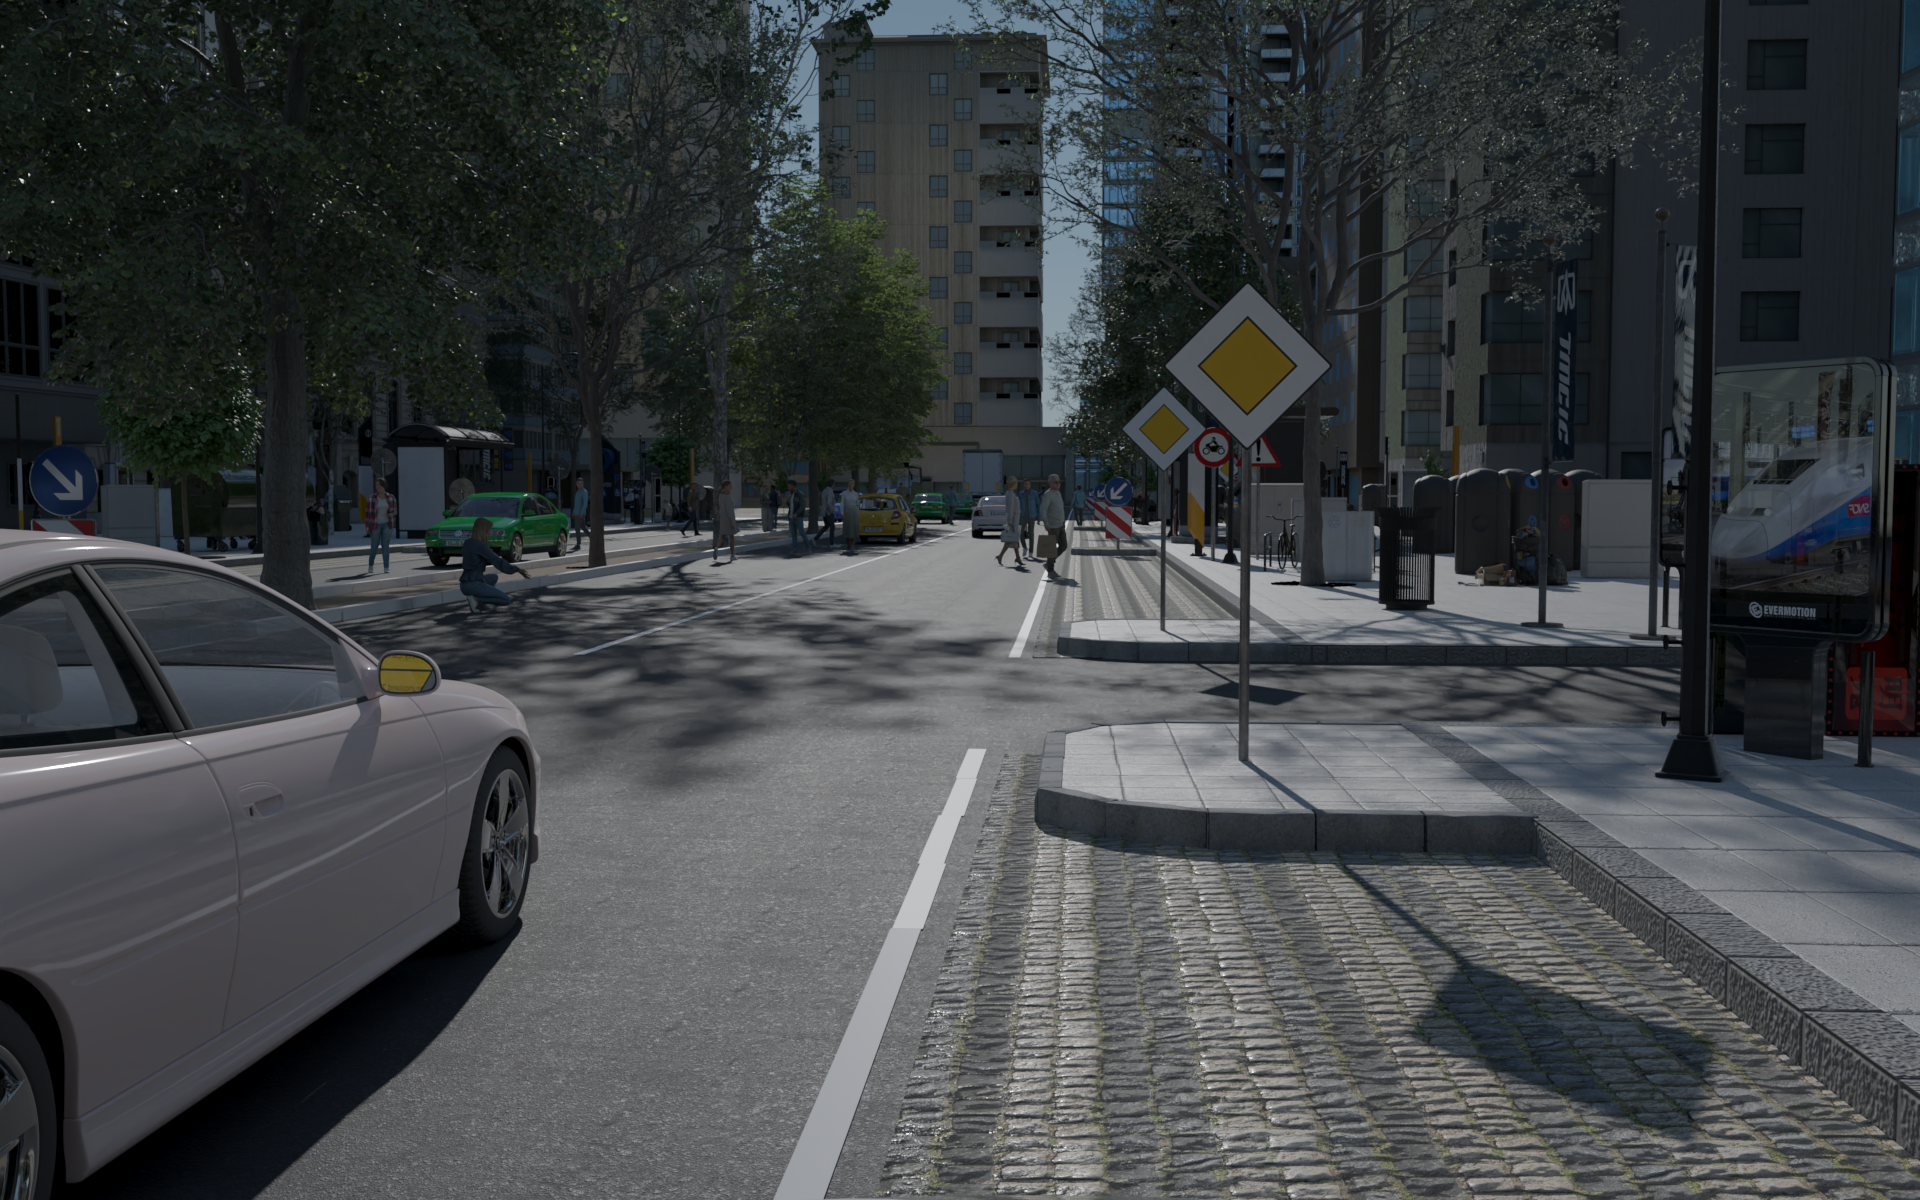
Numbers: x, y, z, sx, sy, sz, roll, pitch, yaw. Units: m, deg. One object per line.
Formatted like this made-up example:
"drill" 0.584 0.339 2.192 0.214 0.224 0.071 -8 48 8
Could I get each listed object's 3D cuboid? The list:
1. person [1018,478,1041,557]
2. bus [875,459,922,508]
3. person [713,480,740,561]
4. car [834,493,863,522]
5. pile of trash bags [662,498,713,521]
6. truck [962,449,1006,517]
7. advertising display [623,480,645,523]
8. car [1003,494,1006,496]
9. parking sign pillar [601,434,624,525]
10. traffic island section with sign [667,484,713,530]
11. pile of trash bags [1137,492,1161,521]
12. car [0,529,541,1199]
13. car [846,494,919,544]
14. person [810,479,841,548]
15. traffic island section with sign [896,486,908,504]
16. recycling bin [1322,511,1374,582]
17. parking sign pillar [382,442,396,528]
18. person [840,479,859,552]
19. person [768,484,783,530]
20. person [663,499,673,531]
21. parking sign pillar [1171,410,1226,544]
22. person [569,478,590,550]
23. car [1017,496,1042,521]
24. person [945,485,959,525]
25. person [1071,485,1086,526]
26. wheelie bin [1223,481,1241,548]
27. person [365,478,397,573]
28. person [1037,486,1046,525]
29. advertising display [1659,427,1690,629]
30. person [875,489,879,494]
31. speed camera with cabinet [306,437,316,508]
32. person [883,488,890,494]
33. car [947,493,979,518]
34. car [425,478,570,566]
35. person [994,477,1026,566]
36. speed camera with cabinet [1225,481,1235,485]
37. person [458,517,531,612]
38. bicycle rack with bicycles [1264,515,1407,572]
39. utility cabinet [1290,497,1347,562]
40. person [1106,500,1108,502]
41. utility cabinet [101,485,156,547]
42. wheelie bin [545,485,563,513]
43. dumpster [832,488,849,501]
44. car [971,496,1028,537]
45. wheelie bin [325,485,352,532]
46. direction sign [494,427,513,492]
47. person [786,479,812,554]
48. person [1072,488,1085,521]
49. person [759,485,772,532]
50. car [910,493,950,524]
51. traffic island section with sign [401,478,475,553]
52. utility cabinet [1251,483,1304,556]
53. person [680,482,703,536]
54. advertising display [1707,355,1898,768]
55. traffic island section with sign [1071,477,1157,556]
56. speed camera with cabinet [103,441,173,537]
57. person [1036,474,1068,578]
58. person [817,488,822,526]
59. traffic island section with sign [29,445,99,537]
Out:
"person" 1.542 -1.863 39.305 0.601 1.785 0.444 1 4 14
"bus" -4.288 -7.876 120.318 2.896 3.916 12.252 0 4 3
"person" -5.011 -1.706 37.145 0.466 1.731 0.760 1 4 22
"car" -5.603 -4.856 88.995 1.945 1.707 3.694 0 4 3
"pile of trash bags" -12.902 -4.608 85.101 1.912 1.369 3.447 3 4 38
"truck" 1.591 -7.631 113.686 2.839 4.237 11.283 0 4 2
"advertising display" -14.630 -4.439 77.798 0.974 1.923 0.123 0 4 2
"car" 3.502 -8.647 153.169 2.131 1.459 4.920 0 4 3
"parking sign pillar" -14.971 -5.191 73.348 1.447 3.967 1.447 2 4 35
"traffic island section with sign" -10.548 -3.716 69.389 1.989 1.847 2.006 0 4 4
"pile of trash bags" 9.441 -4.474 82.907 1.912 1.369 3.447 -2 4 -24
"car" -2.459 0.502 4.158 2.083 1.381 4.827 0 4 3
"car" -2.283 -2.497 51.049 2.015 1.641 3.980 0 4 6
"person" -3.582 -2.315 46.202 0.795 1.843 0.661 -1 4 -20
"traffic island section with sign" -3.142 -5.107 91.639 2.006 1.907 1.989 0 4 4
"recycling bin" 5.748 -0.801 25.647 0.722 1.027 0.722 1 4 16
"parking sign pillar" -21.192 -4.720 65.640 1.447 3.967 1.447 -1 4 -17
"person" -2.729 -2.096 42.991 0.478 1.798 0.641 0 4 -1
"person" -7.486 -3.707 69.101 0.794 1.824 0.713 -1 4 -16
"person" -11.286 -3.289 66.956 0.352 1.250 0.332 -1 4 -9
"parking sign pillar" 6.210 -3.457 44.988 1.447 3.967 1.447 -1 4 -23
"person" -9.660 -2.207 44.440 0.748 1.841 0.638 -1 4 -18
"car" 3.696 -5.056 95.251 1.945 1.354 3.894 0 4 4
"person" -0.440 -4.478 81.581 0.638 1.841 0.748 2 4 33
"person" 4.987 -3.914 72.520 0.660 1.820 0.620 -2 4 -25
"wheelie bin" 6.655 -2.044 41.329 0.693 1.594 0.980 0 4 2
"person" -10.498 -1.350 31.407 0.563 1.720 0.643 -2 4 -25
"person" 3.802 -4.356 79.708 0.713 1.824 0.794 -2 4 -35
"advertising display" 6.932 -0.676 16.260 0.123 1.923 0.974 -1 4 -17
"person" -4.669 -5.330 96.582 0.436 1.711 0.756 1 4 22
"speed camera with cabinet" -22.856 -4.028 60.198 0.660 3.252 2.038 -2 4 -29
"person" -4.639 -6.124 108.612 1.348 1.826 0.705 0 4 2
"car" 0.108 -5.798 103.597 1.959 1.807 4.718 0 4 3
"car" -9.578 -1.668 36.062 1.959 1.807 4.718 0 4 6
"person" 1.008 -1.584 34.746 0.624 1.780 0.694 0 4 6
"speed camera with cabinet" 14.882 -5.876 90.408 2.038 3.252 0.660 1 4 17
"person" -5.835 -0.445 21.282 0.738 1.151 1.012 -3 5 -40
"bicycle rack with bicycles" 6.299 -0.991 29.584 2.852 0.926 2.925 1 4 14
"utility cabinet" 6.819 -1.332 32.937 1.020 1.237 0.306 0 4 6
"person" 14.482 -9.679 170.009 1.065 1.426 0.557 -3 5 -41
"utility cabinet" -19.795 -1.991 41.226 0.318 1.500 1.173 2 4 34
"wheelie bin" -14.996 -3.413 63.715 0.693 1.594 0.980 -2 4 -27
"dumpster" -7.676 -6.526 114.922 1.865 1.857 1.264 0 4 4
"car" 1.381 -2.840 58.799 2.083 1.381 4.827 0 4 3
"wheelie bin" -21.337 -3.148 59.381 0.693 1.594 0.980 2 4 29
"direction sign" -15.506 -4.074 58.603 0.379 3.537 0.876 3 5 42
"person" -3.904 -1.986 41.318 0.623 1.781 0.721 3 4 38
"person" 6.402 -5.144 93.054 0.683 1.767 0.568 -2 4 -32
"person" -6.812 -3.179 61.034 0.362 1.759 0.519 2 4 35
"car" -1.444 -4.648 84.798 1.959 1.807 4.718 0 4 4
"traffic island section with sign" -12.377 -2.071 42.496 1.989 1.847 2.006 0 4 4
"utility cabinet" 6.468 -1.646 35.590 1.173 1.500 0.318 1 4 12
"person" -9.236 -3.132 59.624 0.836 1.842 0.656 -2 4 -25
"advertising display" 4.047 -0.199 8.463 0.123 1.923 0.974 -2 4 -30
"traffic island section with sign" 3.615 -1.972 40.863 1.989 1.847 2.006 0 4 4
"speed camera with cabinet" -24.148 -3.476 51.168 0.660 3.252 2.038 3 5 43
"person" 1.538 -1.264 29.646 0.515 1.767 0.782 2 4 29
"person" -6.381 -4.139 76.420 0.600 1.795 0.529 3 5 43
"traffic island section with sign" -8.248 -0.522 16.674 2.006 1.907 1.989 0 4 4
